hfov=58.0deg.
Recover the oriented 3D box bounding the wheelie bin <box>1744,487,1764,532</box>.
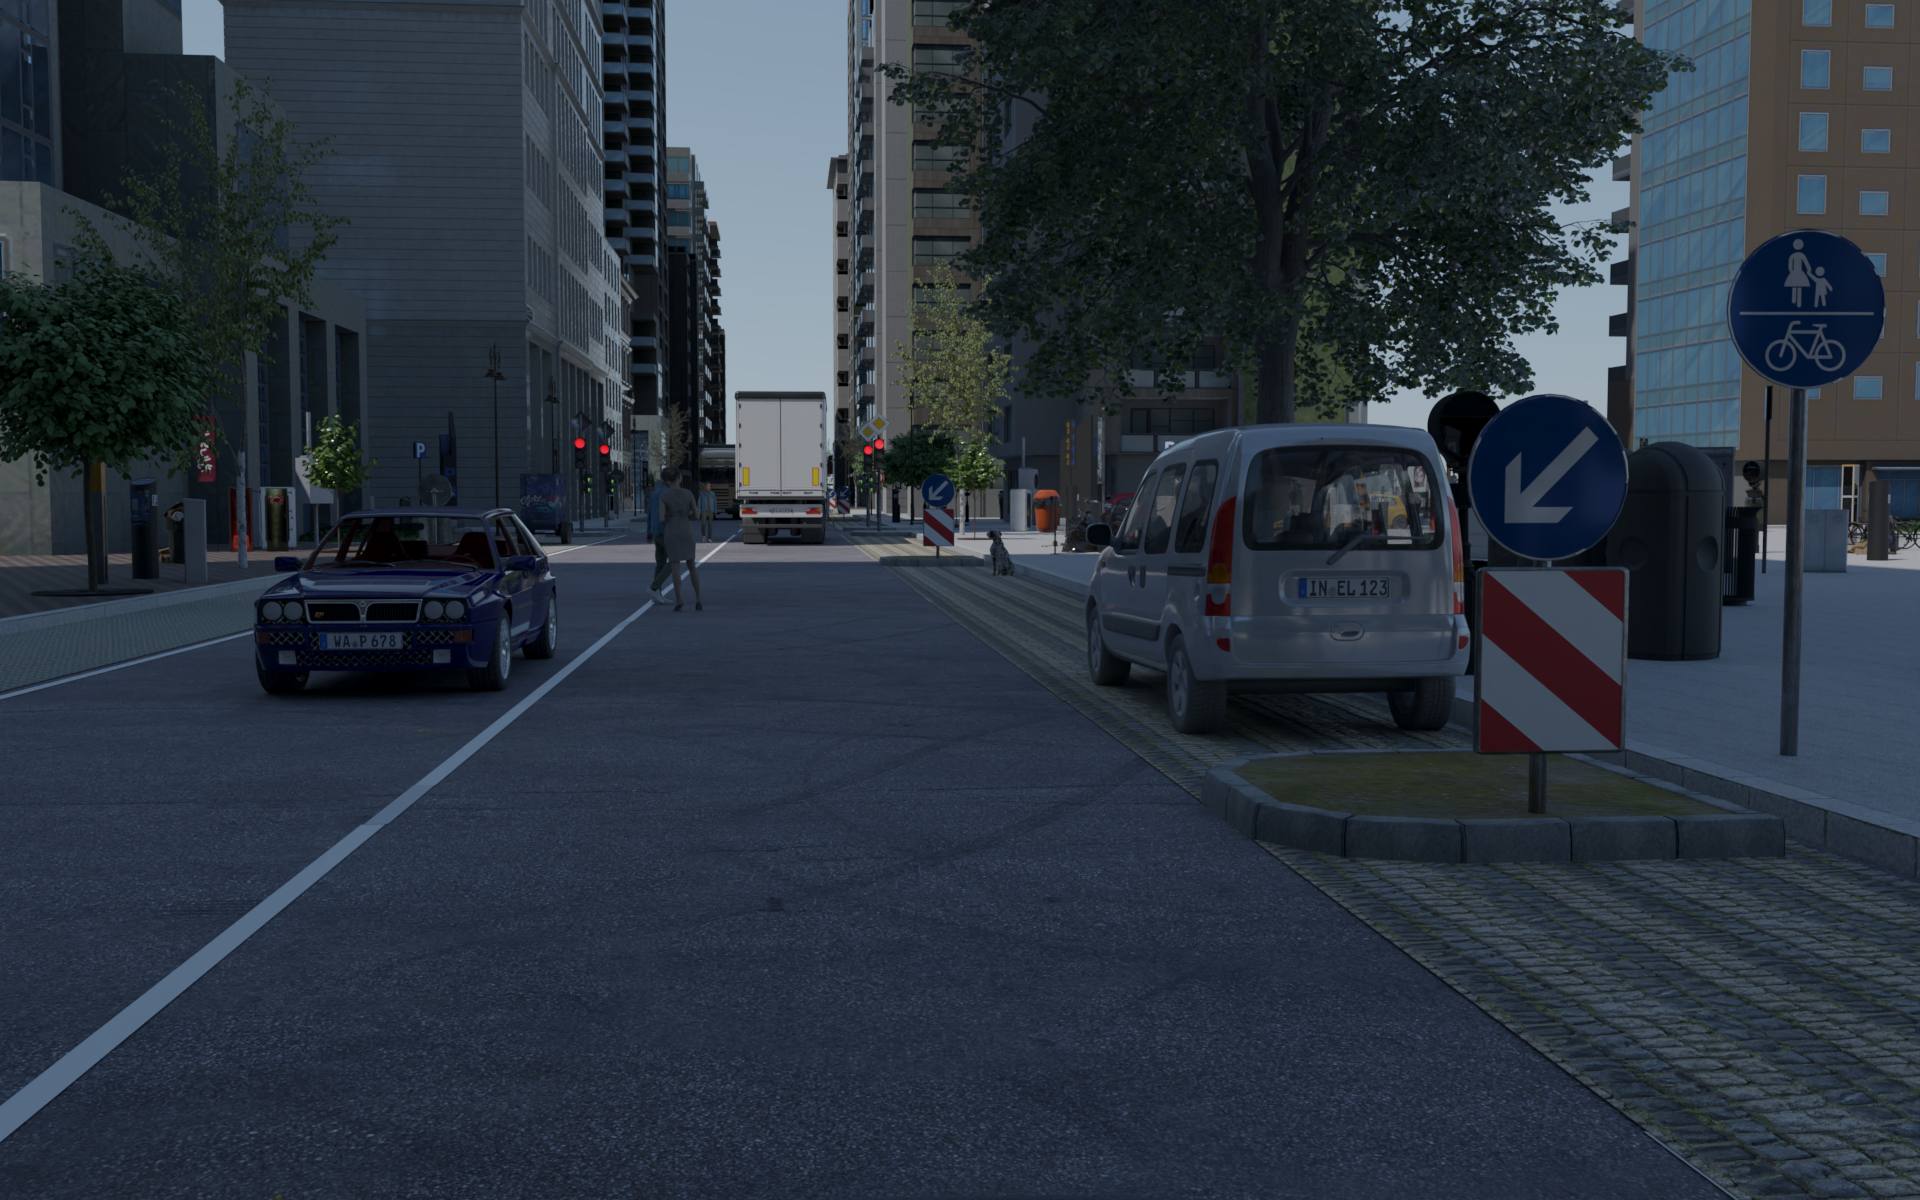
[{"bbox_3d":[27.321,-3.156,59.516,0.693,1.594,0.980,1,4,16],"label":"wheelie bin"}]

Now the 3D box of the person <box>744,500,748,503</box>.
[{"bbox_3d":[-17.488,-8.090,140.867,0.778,1.811,0.616,-3,4,-37],"label":"person"}]

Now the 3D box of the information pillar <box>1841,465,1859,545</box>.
[{"bbox_3d":[22.326,-2.384,43.470,0.304,2.012,0.304,-3,5,-41],"label":"information pillar"}]

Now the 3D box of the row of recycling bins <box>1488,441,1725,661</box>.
[{"bbox_3d":[5.460,-0.481,14.980,1.069,1.692,3.534,0,4,-2],"label":"row of recycling bins"}]

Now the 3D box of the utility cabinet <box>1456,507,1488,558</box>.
[{"bbox_3d":[10.403,-1.589,34.665,0.318,1.500,1.173,-1,4,-19],"label":"utility cabinet"}]

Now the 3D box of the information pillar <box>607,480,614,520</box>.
[{"bbox_3d":[-17.209,-4.931,85.111,0.304,2.012,0.304,3,4,37],"label":"information pillar"}]

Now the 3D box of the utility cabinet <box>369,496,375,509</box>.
[{"bbox_3d":[-42.755,-7.032,126.137,0.306,1.237,1.020,-1,4,-19],"label":"utility cabinet"}]

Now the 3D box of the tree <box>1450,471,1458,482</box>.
[{"bbox_3d":[15.365,-3.475,51.426,1.663,3.219,1.824,0,3,0],"label":"tree"}]

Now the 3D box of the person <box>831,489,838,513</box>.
[{"bbox_3d":[-8.867,-6.949,122.391,0.850,1.792,0.678,-1,4,-10],"label":"person"}]

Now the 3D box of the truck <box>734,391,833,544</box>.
[{"bbox_3d":[-5.290,-3.905,52.754,2.839,4.237,11.283,0,4,-4],"label":"truck"}]

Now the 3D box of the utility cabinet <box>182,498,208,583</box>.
[{"bbox_3d":[-11.228,-0.874,25.454,0.306,1.237,1.020,-1,4,-22],"label":"utility cabinet"}]

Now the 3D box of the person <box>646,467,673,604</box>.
[{"bbox_3d":[-3.887,-0.837,22.532,0.444,1.785,0.601,-1,4,-22],"label":"person"}]

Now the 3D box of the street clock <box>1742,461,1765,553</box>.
[{"bbox_3d":[17.174,-2.012,37.464,0.358,2.002,0.471,-2,4,-26],"label":"street clock"}]

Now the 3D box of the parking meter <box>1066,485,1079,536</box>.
[{"bbox_3d":[3.191,-2.498,49.252,0.372,1.533,0.369,0,3,0],"label":"parking meter"}]

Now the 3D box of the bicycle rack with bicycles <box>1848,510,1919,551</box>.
[{"bbox_3d":[21.221,-1.635,40.111,2.852,0.926,2.925,-3,5,-42],"label":"bicycle rack with bicycles"}]

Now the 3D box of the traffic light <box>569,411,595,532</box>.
[{"bbox_3d":[-12.753,-4.249,58.385,0.839,4.253,0.868,0,4,-6],"label":"traffic light"}]

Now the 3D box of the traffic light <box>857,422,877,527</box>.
[{"bbox_3d":[-3.594,-4.797,67.346,0.839,4.253,0.868,0,4,-6],"label":"traffic light"}]

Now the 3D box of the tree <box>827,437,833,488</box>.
[{"bbox_3d":[-16.932,-16.849,225.838,4.737,8.622,4.395,0,3,0],"label":"tree"}]

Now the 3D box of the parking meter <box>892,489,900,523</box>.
[{"bbox_3d":[-2.861,-4.232,77.598,0.372,1.533,0.369,0,3,0],"label":"parking meter"}]

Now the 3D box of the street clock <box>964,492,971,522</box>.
[{"bbox_3d":[0.324,-4.523,78.528,0.358,2.002,0.471,0,4,1],"label":"street clock"}]

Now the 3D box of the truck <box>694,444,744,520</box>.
[{"bbox_3d":[-13.612,-6.750,99.271,2.839,4.237,11.283,0,4,-6],"label":"truck"}]

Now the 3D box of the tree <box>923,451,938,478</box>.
[{"bbox_3d":[-0.659,-4.402,66.573,1.663,3.219,1.824,0,3,0],"label":"tree"}]

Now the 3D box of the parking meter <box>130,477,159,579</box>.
[{"bbox_3d":[-12.370,-1.092,26.271,0.372,1.533,0.369,0,3,0],"label":"parking meter"}]

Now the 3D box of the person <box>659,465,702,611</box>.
[{"bbox_3d":[-3.430,-0.757,21.217,0.599,1.781,0.374,-2,4,-27],"label":"person"}]

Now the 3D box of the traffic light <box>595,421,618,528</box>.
[{"bbox_3d":[-13.554,-4.735,66.330,0.839,4.253,0.868,0,4,-6],"label":"traffic light"}]

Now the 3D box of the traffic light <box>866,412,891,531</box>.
[{"bbox_3d":[-2.793,-4.311,59.401,0.839,4.253,0.868,0,4,-6],"label":"traffic light"}]

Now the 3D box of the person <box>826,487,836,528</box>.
[{"bbox_3d":[-5.436,-3.770,70.893,0.466,1.731,0.760,3,5,43],"label":"person"}]

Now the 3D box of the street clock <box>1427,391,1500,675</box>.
[{"bbox_3d":[3.568,-0.472,12.286,0.471,2.002,0.358,0,4,-4],"label":"street clock"}]

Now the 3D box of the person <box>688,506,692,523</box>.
[{"bbox_3d":[-13.258,-4.519,84.987,0.503,1.515,0.523,2,4,35],"label":"person"}]

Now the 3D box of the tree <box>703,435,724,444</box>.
[{"bbox_3d":[-30.574,-16.227,215.672,4.360,8.622,3.978,0,3,0],"label":"tree"}]

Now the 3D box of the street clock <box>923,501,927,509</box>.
[{"bbox_3d":[-1.738,-4.973,85.886,0.471,2.002,0.358,-1,4,-15],"label":"street clock"}]

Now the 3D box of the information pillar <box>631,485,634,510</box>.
[{"bbox_3d":[-26.372,-8.234,139.119,0.304,2.012,0.304,-1,4,-15],"label":"information pillar"}]

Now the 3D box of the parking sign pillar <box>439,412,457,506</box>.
[{"bbox_3d":[-16.570,-4.138,56.133,1.447,3.967,1.447,-1,4,-20],"label":"parking sign pillar"}]

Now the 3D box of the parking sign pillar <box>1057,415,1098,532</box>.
[{"bbox_3d":[4.076,-4.341,59.450,1.447,3.967,1.447,3,5,40],"label":"parking sign pillar"}]

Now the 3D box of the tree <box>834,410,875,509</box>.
[{"bbox_3d":[-8.944,-12.386,152.874,4.360,8.622,3.978,0,3,0],"label":"tree"}]

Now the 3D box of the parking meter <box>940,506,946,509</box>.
[{"bbox_3d":[-0.744,-3.971,73.331,0.372,1.533,0.369,0,3,0],"label":"parking meter"}]

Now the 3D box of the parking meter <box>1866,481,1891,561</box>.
[{"bbox_3d":[17.715,-1.528,33.398,0.372,1.533,0.369,0,3,0],"label":"parking meter"}]

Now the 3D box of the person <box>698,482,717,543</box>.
[{"bbox_3d":[-7.474,-2.592,51.229,0.601,1.785,0.444,-1,4,-16],"label":"person"}]

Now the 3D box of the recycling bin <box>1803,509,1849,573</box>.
[{"bbox_3d":[14.186,-0.982,28.617,0.722,1.027,0.722,1,4,11],"label":"recycling bin"}]

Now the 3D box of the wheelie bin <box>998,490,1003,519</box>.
[{"bbox_3d":[2.302,-4.891,87.871,0.693,1.594,0.980,1,4,16],"label":"wheelie bin"}]
